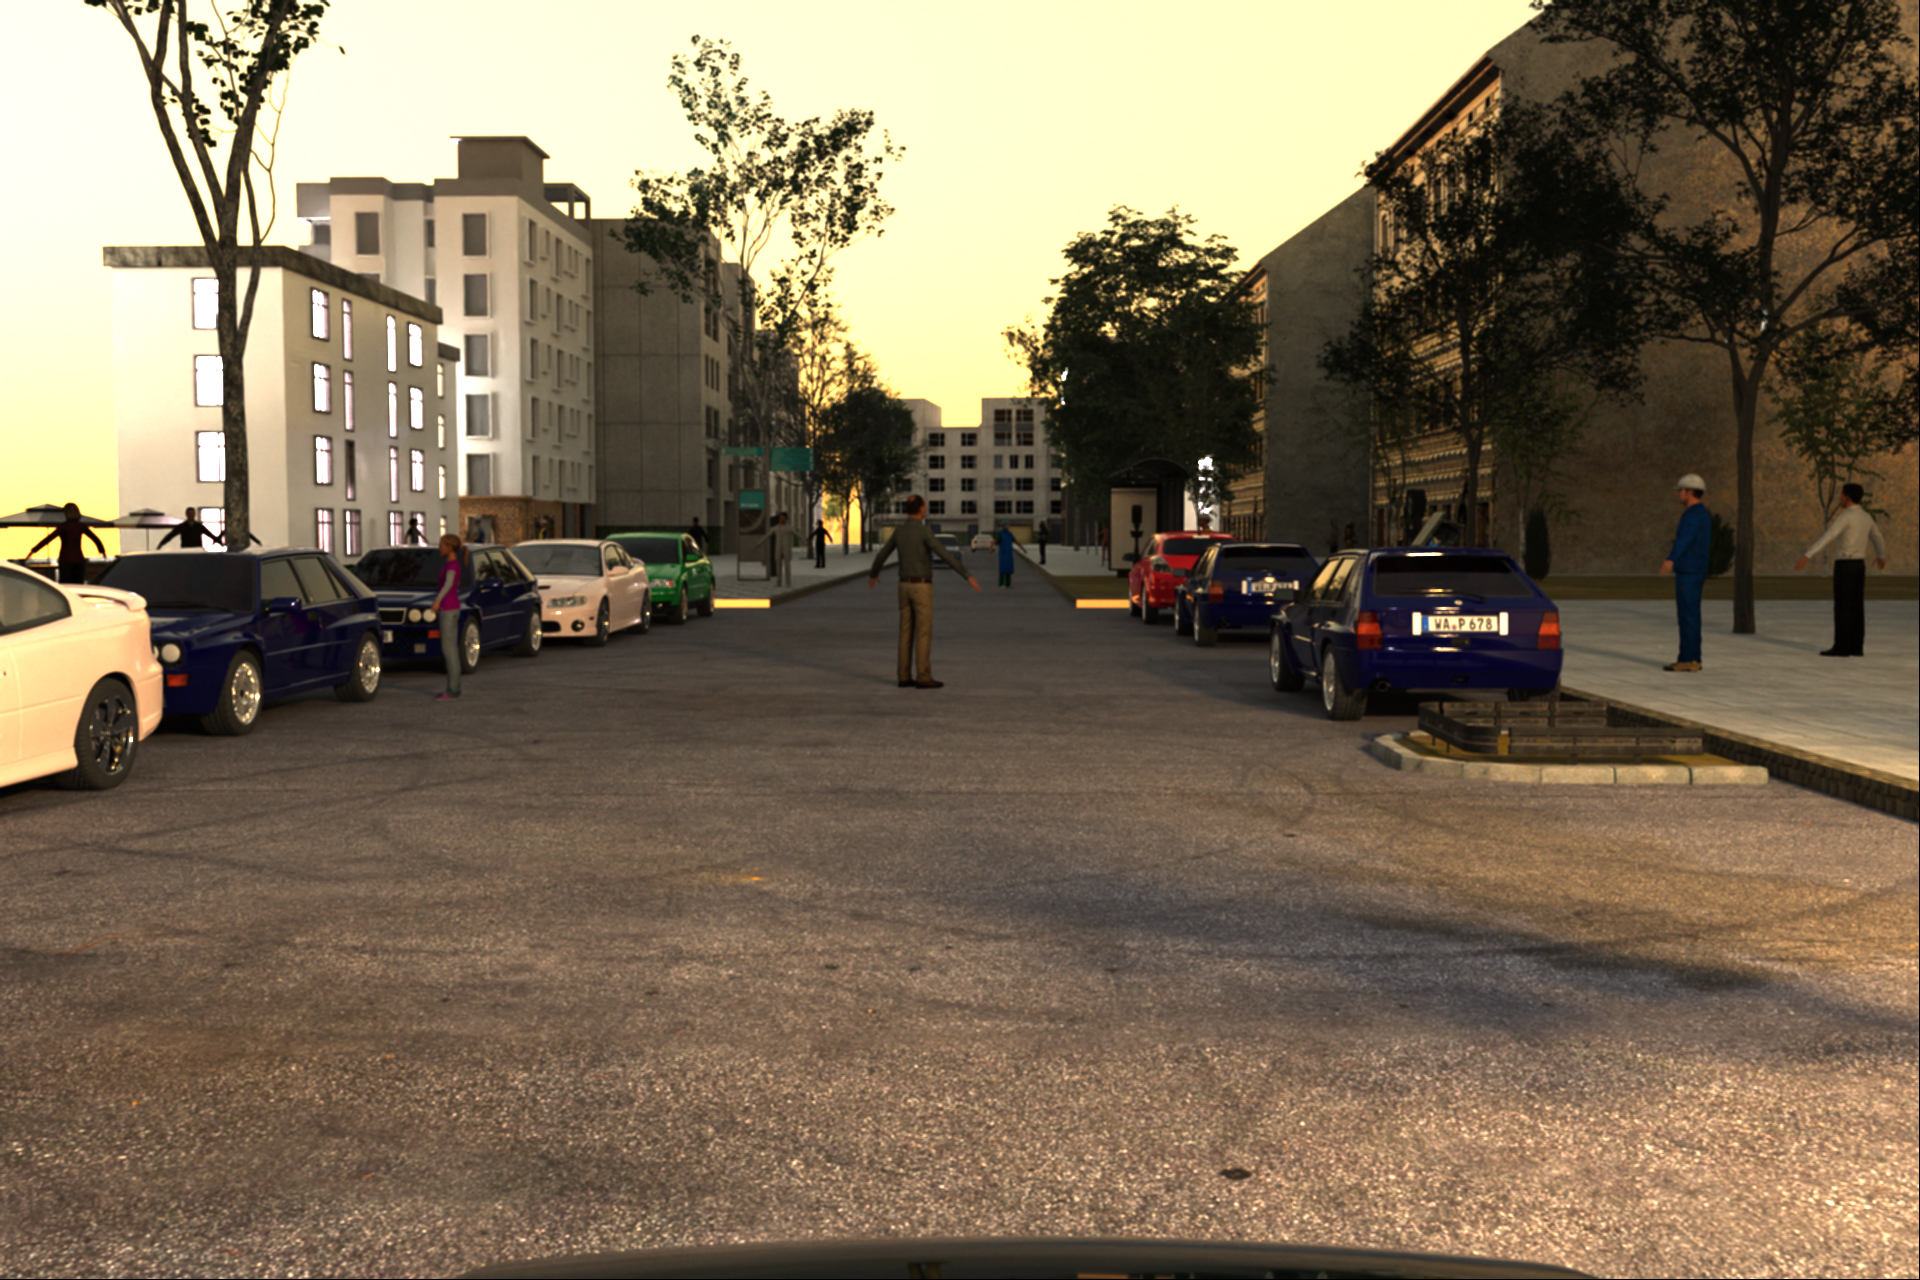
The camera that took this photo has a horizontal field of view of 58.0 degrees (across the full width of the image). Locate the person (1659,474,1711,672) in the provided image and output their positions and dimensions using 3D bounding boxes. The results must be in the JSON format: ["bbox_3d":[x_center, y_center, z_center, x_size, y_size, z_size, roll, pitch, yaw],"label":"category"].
[{"bbox_3d":[6.824,-0.635,16.266,0.705,1.842,1.347,2,4,33],"label":"person"}]

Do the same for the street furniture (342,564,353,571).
[{"bbox_3d":[-13.225,-1.531,40.666,5.734,0.657,10.072,3,4,38],"label":"street furniture"}]

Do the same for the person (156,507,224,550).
[{"bbox_3d":[-15.166,-1.716,34.202,1.346,1.812,0.704,-2,4,-30],"label":"person"}]

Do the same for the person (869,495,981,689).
[{"bbox_3d":[-0.394,-0.456,16.176,1.348,1.796,0.705,3,5,40],"label":"person"}]

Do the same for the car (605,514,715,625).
[{"bbox_3d":[-5.202,-1.219,28.732,1.959,1.807,4.718,0,4,1],"label":"car"}]

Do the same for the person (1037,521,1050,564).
[{"bbox_3d":[3.478,-4.143,73.511,0.705,1.856,1.354,0,4,-6],"label":"person"}]

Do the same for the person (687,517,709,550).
[{"bbox_3d":[-8.144,-2.876,53.245,0.704,1.802,1.346,2,4,35],"label":"person"}]

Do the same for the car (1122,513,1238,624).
[{"bbox_3d":[3.828,-1.217,28.936,2.155,1.783,4.494,0,4,1],"label":"car"}]

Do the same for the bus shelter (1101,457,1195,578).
[{"bbox_3d":[5.164,-3.329,48.351,2.014,3.302,5.546,0,4,0],"label":"bus shelter"}]

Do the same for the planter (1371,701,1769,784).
[{"bbox_3d":[3.677,0.624,10.946,1.991,0.319,1.994,0,4,2],"label":"planter"}]

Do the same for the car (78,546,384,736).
[{"bbox_3d":[-5.908,-0.057,13.517,1.945,1.354,3.894,0,4,1],"label":"car"}]

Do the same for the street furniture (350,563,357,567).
[{"bbox_3d":[-12.618,-2.074,49.529,10.072,0.657,5.734,0,4,-1],"label":"street furniture"}]

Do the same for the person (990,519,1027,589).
[{"bbox_3d":[1.219,-2.256,45.474,1.347,1.817,0.704,-3,5,-44],"label":"person"}]

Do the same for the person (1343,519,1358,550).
[{"bbox_3d":[15.209,-3.770,67.405,0.705,1.858,1.354,0,4,-2],"label":"person"}]

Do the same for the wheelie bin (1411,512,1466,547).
[{"bbox_3d":[6.816,-1.026,24.686,0.693,1.594,0.980,0,4,2],"label":"wheelie bin"}]

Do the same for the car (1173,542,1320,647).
[{"bbox_3d":[3.889,-0.658,23.337,1.945,1.354,3.894,0,4,1],"label":"car"}]

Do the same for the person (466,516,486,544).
[{"bbox_3d":[-15.094,-2.954,54.156,0.705,1.847,1.347,0,4,8],"label":"person"}]

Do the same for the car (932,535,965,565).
[{"bbox_3d":[-0.795,-3.735,73.074,2.014,1.417,4.499,0,4,1],"label":"car"}]

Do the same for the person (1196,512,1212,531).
[{"bbox_3d":[4.498,-1.448,32.105,0.705,1.833,1.349,0,4,-5],"label":"person"}]

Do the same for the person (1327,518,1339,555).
[{"bbox_3d":[12.132,-3.070,56.324,0.705,1.813,1.348,0,4,3],"label":"person"}]

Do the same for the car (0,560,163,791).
[{"bbox_3d":[-5.710,0.241,8.421,2.083,1.381,4.827,0,4,1],"label":"car"}]

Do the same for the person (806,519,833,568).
[{"bbox_3d":[-5.294,-3.637,65.393,1.347,1.837,0.705,-3,5,-44],"label":"person"}]

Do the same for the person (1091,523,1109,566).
[{"bbox_3d":[5.839,-3.812,69.126,1.217,1.733,0.721,0,4,7],"label":"person"}]

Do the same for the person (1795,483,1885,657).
[{"bbox_3d":[9.323,-0.737,18.206,1.344,1.810,0.704,-2,4,-27],"label":"person"}]

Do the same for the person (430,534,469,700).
[{"bbox_3d":[-4.500,-0.204,15.061,0.599,1.433,0.991,-1,4,-11],"label":"person"}]

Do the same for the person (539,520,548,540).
[{"bbox_3d":[-14.186,-3.194,58.682,0.721,1.772,1.216,-1,4,-17],"label":"person"}]

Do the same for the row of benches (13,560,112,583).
[{"bbox_3d":[-21.969,-1.562,41.006,4.104,0.672,1.422,-1,4,-15],"label":"row of benches"}]

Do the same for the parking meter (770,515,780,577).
[{"bbox_3d":[-5.639,-2.844,52.206,0.399,1.863,0.255,0,4,1],"label":"parking meter"}]

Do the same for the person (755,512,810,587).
[{"bbox_3d":[-4.277,-2.181,41.849,1.347,1.806,0.705,0,4,7],"label":"person"}]

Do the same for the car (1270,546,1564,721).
[{"bbox_3d":[3.708,-0.125,14.617,1.945,1.354,3.894,0,4,1],"label":"car"}]

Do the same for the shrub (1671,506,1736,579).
[{"bbox_3d":[21.198,-2.768,49.294,1.661,2.075,1.752,0,3,0],"label":"shrub"}]

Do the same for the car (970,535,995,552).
[{"bbox_3d":[1.869,-7.806,139.985,2.083,1.381,4.827,0,4,0],"label":"car"}]

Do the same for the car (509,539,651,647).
[{"bbox_3d":[-5.424,-0.683,23.528,2.083,1.381,4.827,0,4,1],"label":"car"}]

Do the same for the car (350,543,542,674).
[{"bbox_3d":[-5.813,-0.387,18.913,1.945,1.354,3.894,0,4,1],"label":"car"}]

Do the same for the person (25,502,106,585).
[{"bbox_3d":[-12.579,-1.078,24.435,0.721,1.729,1.215,2,4,28],"label":"person"}]

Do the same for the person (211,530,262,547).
[{"bbox_3d":[-19.541,-2.482,46.767,1.347,1.806,0.705,-3,4,-36],"label":"person"}]

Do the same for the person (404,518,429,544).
[{"bbox_3d":[-18.725,-3.267,59.567,0.704,1.843,1.345,1,4,19],"label":"person"}]
